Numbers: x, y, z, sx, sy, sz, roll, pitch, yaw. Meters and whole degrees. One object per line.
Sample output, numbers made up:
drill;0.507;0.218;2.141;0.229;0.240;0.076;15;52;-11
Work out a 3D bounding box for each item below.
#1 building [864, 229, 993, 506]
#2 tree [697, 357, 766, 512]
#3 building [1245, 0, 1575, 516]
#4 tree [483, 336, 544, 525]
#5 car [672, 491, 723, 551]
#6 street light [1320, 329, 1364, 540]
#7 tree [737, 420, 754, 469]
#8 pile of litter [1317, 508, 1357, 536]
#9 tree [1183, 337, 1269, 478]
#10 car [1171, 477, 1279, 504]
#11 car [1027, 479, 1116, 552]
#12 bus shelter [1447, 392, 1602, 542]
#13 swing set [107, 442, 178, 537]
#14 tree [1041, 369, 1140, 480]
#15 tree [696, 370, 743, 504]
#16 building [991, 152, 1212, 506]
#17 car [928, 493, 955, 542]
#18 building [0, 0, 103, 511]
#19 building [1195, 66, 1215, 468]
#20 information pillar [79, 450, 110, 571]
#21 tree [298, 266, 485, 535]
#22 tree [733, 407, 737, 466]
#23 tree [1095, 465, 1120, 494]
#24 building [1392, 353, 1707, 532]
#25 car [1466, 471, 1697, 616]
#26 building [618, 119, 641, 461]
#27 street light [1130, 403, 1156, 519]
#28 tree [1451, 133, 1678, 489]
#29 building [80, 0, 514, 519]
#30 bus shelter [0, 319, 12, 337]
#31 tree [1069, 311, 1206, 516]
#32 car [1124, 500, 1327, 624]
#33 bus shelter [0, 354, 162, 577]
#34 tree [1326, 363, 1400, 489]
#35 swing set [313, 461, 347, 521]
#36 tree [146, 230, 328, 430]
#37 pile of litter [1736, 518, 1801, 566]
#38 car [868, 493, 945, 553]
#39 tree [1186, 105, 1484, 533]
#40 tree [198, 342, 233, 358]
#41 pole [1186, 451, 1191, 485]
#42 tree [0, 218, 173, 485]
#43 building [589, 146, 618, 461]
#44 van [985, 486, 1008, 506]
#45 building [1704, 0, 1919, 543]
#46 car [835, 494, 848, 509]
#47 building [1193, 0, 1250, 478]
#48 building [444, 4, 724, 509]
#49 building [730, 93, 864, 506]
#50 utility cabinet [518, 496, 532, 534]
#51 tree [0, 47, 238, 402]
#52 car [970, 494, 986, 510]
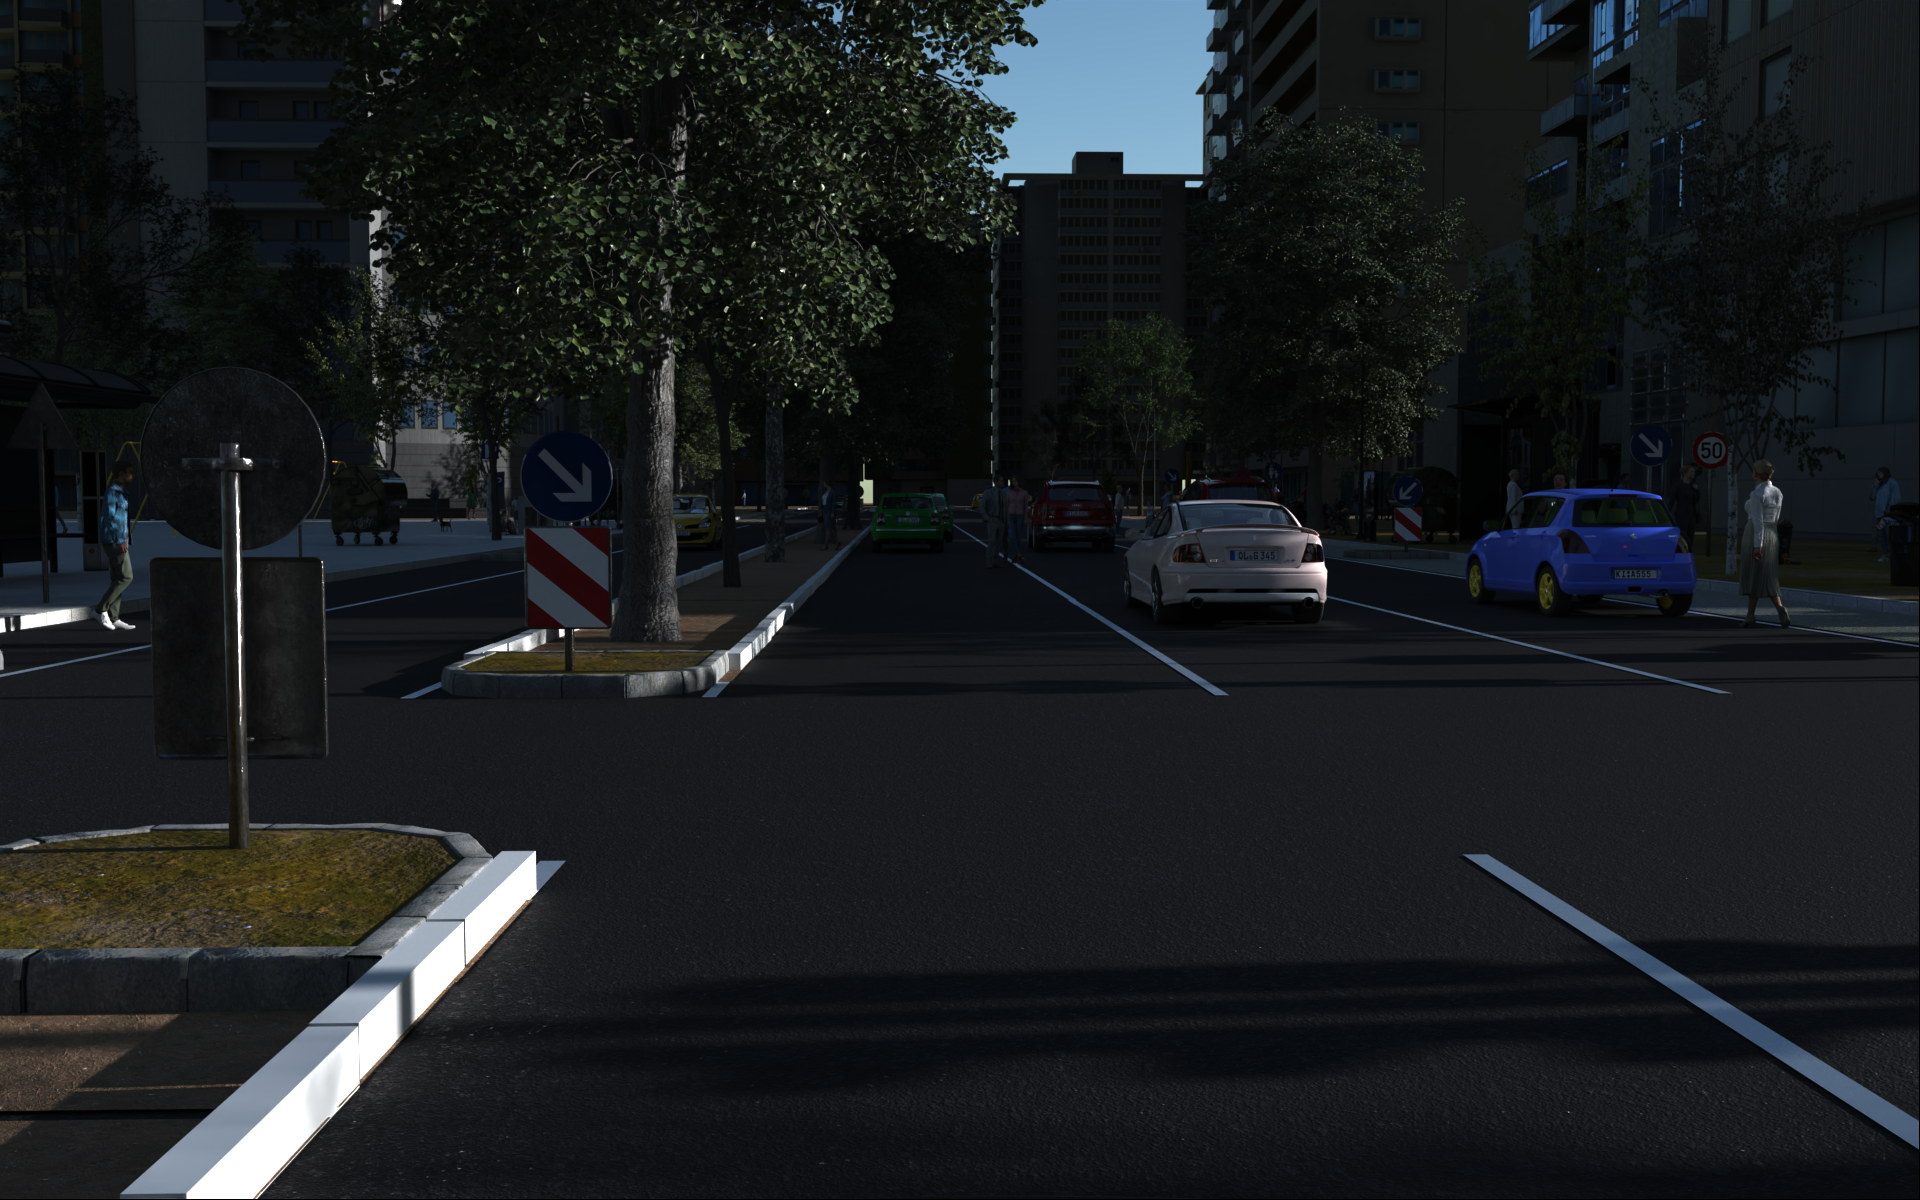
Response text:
building;-3.591;-25.617;190.532;14.107;30.474;14.160;0;4;-2
tree;-14.311;-13.065;123.984;12.009;13.543;11.850;0;3;0
building;31.390;-29.894;112.474;21.300;48.544;21.600;0;4;-2
tree;-19.597;-7.450;72.172;4.737;8.622;4.395;0;3;0
car;-7.115;-2.128;45.021;2.015;1.641;3.980;0;4;-4
street light;10.786;-4.663;48.782;1.470;5.913;1.316;0;4;-2
tree;-14.493;-9.676;108.570;4.360;8.622;3.978;0;3;0
pile of litter;11.696;-2.439;53.838;1.176;0.858;1.719;0;4;-6
tree;11.746;-7.759;77.215;4.737;8.622;4.395;0;3;0
car;6.042;-1.891;39.586;2.281;1.827;5.304;0;3;0
car;2.812;-2.187;44.432;2.281;1.827;5.304;0;4;0
bus shelter;13.922;-3.171;43.128;1.731;3.624;6.357;0;4;-2
swing set;-24.786;-3.401;53.232;2.862;2.851;3.119;0;4;0
tree;9.758;-11.786;127.117;7.601;10.594;8.767;2;4;29
tree;-14.497;-9.214;101.003;4.737;8.622;4.395;0;3;0
building;15.841;-31.031;199.236;23.993;40.220;32.217;0;4;-2
car;-1.123;-2.742;53.623;1.959;1.807;4.718;0;4;-1
building;-62.247;-29.644;139.298;28.867;44.769;22.147;0;4;-2
building;42.755;-37.210;197.617;27.495;52.752;28.713;0;4;-2
information pillar;-14.427;-1.492;28.879;0.304;2.012;0.304;0;4;0
tree;-18.147;-6.361;54.370;4.737;8.622;4.395;0;3;0
tree;-14.844;-8.823;94.623;4.360;8.622;3.978;0;3;0
tree;9.774;-7.318;114.244;1.663;3.219;1.824;0;3;0
building;34.110;-46.465;72.376;22.319;86.520;31.000;0;4;-2
car;7.631;-0.736;21.631;1.945;1.707;3.694;0;4;-3
building;-36.913;-31.634;140.910;21.600;48.544;21.300;0;4;-2
street light;9.407;-7.107;88.738;1.470;5.913;1.316;0;4;-2
tree;12.156;-5.168;34.855;4.737;8.622;4.395;0;3;0
building;-34.890;-34.175;100.764;21.231;58.520;28.212;0;4;-2
bus shelter;-12.277;-2.367;16.334;2.179;5.291;8.768;0;4;-2
tree;10.307;-10.637;99.670;9.928;11.665;9.643;0;3;0
car;3.052;-0.500;20.538;2.083;1.381;4.827;0;4;-1
bus shelter;-14.009;-1.948;25.767;2.014;3.302;5.546;0;4;-2
tree;18.374;-7.811;78.066;4.737;8.622;4.395;0;3;0
swing set;-29.623;-5.168;82.116;2.862;2.851;3.119;0;4;-5
tree;-31.442;-9.569;74.577;7.486;12.596;7.792;0;3;0
pile of litter;14.850;-1.098;31.915;1.176;0.858;1.719;2;4;24
car;-1.341;-2.130;43.616;1.959;1.807;4.718;0;4;-2
tree;11.936;-9.214;57.311;9.857;13.997;8.962;0;3;0
tree;-35.333;-8.176;84.032;4.360;8.622;3.978;0;3;0
pole;10.848;-5.410;82.302;0.158;3.312;0.155;0;3;0
tree;-22.892;-5.815;45.441;4.360;8.622;3.978;0;3;0
building;-32.511;-28.887;122.420;14.600;45.320;14.200;0;4;-2
van;3.003;-8.177;138.073;2.240;2.365;5.245;0;4;0
building;36.493;-27.566;39.946;27.495;52.752;28.713;0;4;-2
car;-10.238;-8.430;149.621;2.131;1.459;4.920;0;4;-3
building;32.025;-31.748;138.693;23.786;49.044;30.456;0;4;-2
building;-39.089;-39.669;190.594;28.212;58.520;21.231;0;4;-2
building;-17.815;-32.973;189.223;14.200;45.320;14.600;0;4;-2
utility cabinet;-13.678;-2.726;55.736;1.020;1.237;0.306;0;4;-6
tree;-19.362;-6.232;36.301;7.601;10.594;8.767;2;4;26
car;1.976;-9.239;161.278;2.015;1.641;3.980;0;4;-2
